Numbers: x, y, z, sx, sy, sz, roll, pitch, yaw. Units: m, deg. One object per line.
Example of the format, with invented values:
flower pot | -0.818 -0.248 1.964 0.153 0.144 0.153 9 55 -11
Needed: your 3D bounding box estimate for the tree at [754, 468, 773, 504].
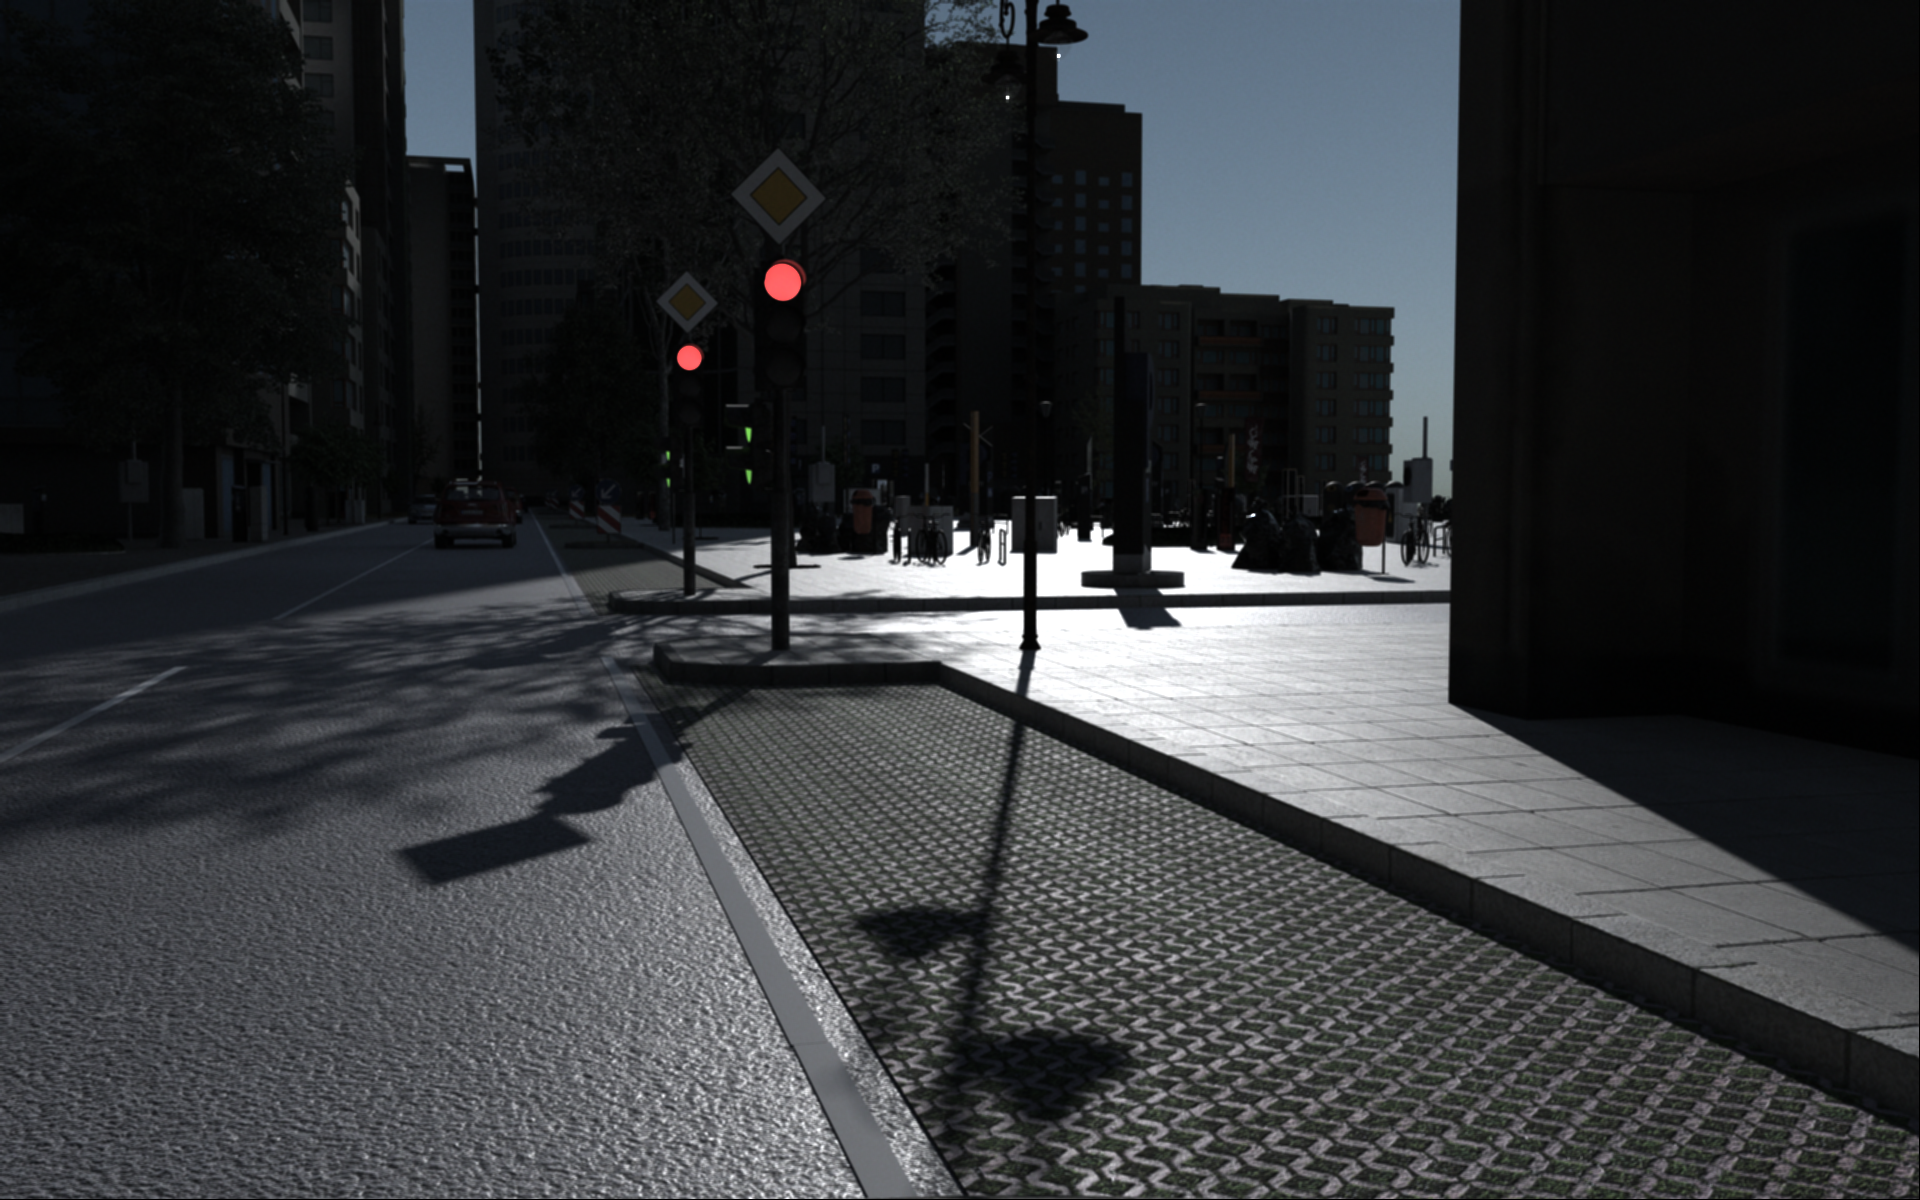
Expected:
tree | -9.264 -5.403 82.936 1.663 3.219 1.824 0 3 0

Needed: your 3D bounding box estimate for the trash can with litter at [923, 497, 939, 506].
trash can with litter | -1.143 -3.839 74.155 0.624 1.170 1.055 2 4 26

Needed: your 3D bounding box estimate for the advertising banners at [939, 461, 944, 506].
advertising banners | -0.928 -5.707 89.505 0.090 3.025 2.074 0 4 5

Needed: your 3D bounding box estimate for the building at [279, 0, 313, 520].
building | -41.836 -27.733 77.129 21.300 48.544 21.600 -1 4 -14

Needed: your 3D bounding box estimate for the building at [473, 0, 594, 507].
building | -37.650 -39.485 187.578 28.212 58.520 21.231 -1 4 -14

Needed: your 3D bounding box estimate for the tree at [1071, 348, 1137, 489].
tree | 7.938 -8.386 87.474 4.737 8.622 4.395 0 3 0

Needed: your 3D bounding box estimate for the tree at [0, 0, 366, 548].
tree | -18.756 -8.208 40.850 9.857 13.997 8.962 0 3 0

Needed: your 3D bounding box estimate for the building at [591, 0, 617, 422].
building | -21.295 -27.564 134.271 14.154 41.232 14.086 -1 4 -14

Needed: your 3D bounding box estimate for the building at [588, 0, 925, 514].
building | -14.619 -41.482 116.486 20.563 71.187 20.611 -1 4 -14

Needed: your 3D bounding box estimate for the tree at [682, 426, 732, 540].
tree | -7.305 -3.318 48.850 1.663 3.219 1.824 0 3 0

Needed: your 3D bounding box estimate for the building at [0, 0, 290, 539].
building | -29.487 -24.683 53.677 14.600 45.320 14.200 -1 4 -14

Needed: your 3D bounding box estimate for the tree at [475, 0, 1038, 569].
tree | -3.116 -7.306 29.828 12.009 13.543 11.850 0 3 0

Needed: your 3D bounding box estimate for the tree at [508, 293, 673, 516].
tree | -20.956 -11.164 99.534 9.611 12.733 9.660 0 3 0

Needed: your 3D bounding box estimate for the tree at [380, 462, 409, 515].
tree | -34.424 -6.741 104.815 1.663 3.219 1.824 0 3 0

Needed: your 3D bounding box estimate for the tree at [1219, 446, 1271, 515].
tree | 10.123 -4.031 60.503 1.663 3.219 1.824 0 3 0

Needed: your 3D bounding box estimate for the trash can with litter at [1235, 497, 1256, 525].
trash can with litter | 10.484 -3.275 64.941 0.624 1.170 1.055 -1 4 -13

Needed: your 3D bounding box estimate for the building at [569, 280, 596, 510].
building | -20.933 -19.086 157.089 27.650 21.520 28.899 -1 4 -14

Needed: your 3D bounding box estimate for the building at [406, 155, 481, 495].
building | -64.415 -30.314 187.516 23.993 40.220 32.217 -1 4 -14

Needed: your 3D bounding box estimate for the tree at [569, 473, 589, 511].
tree | -28.730 -8.316 130.570 1.663 3.219 1.824 0 3 0

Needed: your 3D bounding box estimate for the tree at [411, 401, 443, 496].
tree | -43.471 -11.499 138.364 4.737 8.622 4.395 0 3 0

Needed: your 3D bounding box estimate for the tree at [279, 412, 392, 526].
tree | -25.328 -5.226 69.154 4.285 4.588 4.351 0 3 0

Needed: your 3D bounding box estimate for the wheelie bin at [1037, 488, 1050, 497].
wheelie bin | 4.446 -5.068 90.769 0.693 1.594 0.980 3 4 39

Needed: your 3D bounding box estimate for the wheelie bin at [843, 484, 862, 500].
wheelie bin | -3.404 -3.002 56.993 0.693 1.594 0.980 -2 4 -35

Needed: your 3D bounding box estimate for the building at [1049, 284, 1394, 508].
building | 22.755 -19.898 170.366 28.899 21.520 27.650 -1 4 -14

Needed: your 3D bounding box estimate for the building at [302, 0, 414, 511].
building | -47.837 -27.045 125.778 14.154 41.232 14.086 -1 4 -14

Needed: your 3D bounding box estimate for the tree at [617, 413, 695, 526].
tree | -12.250 -5.286 70.134 4.285 4.588 4.351 0 3 0

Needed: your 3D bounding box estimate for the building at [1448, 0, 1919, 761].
building | 15.899 -23.113 1.606 21.300 48.544 21.600 -1 4 -14

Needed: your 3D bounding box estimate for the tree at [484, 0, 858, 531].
tree | -8.843 -12.468 59.742 12.611 20.169 13.585 0 3 0

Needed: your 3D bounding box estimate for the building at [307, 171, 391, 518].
building | -49.837 -15.822 103.724 27.650 21.520 28.899 -1 4 -14

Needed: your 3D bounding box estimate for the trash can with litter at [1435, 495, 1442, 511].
trash can with litter | 29.706 -5.885 107.279 1.678 1.210 2.233 -1 4 -18

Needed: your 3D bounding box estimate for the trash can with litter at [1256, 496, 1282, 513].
trash can with litter | 12.095 -3.490 68.455 1.055 1.170 0.624 -1 4 -19

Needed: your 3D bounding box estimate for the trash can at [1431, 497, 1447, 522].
trash can | 22.058 -4.174 79.897 0.748 1.137 0.748 0 3 0

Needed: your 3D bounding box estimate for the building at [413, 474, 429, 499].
building | -62.231 -30.343 150.738 28.867 44.769 22.147 -1 4 -14

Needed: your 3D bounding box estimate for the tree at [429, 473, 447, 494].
tree | -46.890 -9.841 155.496 1.663 3.219 1.824 0 3 0

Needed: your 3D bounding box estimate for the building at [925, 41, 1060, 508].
building | 0.499 -31.783 169.758 14.200 45.320 14.600 -1 4 -14

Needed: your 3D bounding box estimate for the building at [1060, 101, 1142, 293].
building | 11.555 -33.487 197.627 14.200 45.320 14.600 -1 4 -14

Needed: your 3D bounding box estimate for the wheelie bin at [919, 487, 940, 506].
wheelie bin | -1.459 -4.505 81.559 0.980 1.594 0.693 -1 4 -20

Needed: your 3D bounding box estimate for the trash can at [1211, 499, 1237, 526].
trash can | 7.710 -2.382 50.604 0.748 1.137 0.748 0 3 0

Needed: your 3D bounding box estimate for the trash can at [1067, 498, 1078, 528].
trash can | 4.408 -3.296 65.539 0.748 1.137 0.748 0 3 0

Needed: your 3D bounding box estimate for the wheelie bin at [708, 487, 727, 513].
wheelie bin | -11.398 -4.509 81.623 0.693 1.594 0.980 2 4 25

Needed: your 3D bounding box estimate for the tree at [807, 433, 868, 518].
tree | -6.525 -6.665 92.686 4.285 4.588 4.351 0 3 0
